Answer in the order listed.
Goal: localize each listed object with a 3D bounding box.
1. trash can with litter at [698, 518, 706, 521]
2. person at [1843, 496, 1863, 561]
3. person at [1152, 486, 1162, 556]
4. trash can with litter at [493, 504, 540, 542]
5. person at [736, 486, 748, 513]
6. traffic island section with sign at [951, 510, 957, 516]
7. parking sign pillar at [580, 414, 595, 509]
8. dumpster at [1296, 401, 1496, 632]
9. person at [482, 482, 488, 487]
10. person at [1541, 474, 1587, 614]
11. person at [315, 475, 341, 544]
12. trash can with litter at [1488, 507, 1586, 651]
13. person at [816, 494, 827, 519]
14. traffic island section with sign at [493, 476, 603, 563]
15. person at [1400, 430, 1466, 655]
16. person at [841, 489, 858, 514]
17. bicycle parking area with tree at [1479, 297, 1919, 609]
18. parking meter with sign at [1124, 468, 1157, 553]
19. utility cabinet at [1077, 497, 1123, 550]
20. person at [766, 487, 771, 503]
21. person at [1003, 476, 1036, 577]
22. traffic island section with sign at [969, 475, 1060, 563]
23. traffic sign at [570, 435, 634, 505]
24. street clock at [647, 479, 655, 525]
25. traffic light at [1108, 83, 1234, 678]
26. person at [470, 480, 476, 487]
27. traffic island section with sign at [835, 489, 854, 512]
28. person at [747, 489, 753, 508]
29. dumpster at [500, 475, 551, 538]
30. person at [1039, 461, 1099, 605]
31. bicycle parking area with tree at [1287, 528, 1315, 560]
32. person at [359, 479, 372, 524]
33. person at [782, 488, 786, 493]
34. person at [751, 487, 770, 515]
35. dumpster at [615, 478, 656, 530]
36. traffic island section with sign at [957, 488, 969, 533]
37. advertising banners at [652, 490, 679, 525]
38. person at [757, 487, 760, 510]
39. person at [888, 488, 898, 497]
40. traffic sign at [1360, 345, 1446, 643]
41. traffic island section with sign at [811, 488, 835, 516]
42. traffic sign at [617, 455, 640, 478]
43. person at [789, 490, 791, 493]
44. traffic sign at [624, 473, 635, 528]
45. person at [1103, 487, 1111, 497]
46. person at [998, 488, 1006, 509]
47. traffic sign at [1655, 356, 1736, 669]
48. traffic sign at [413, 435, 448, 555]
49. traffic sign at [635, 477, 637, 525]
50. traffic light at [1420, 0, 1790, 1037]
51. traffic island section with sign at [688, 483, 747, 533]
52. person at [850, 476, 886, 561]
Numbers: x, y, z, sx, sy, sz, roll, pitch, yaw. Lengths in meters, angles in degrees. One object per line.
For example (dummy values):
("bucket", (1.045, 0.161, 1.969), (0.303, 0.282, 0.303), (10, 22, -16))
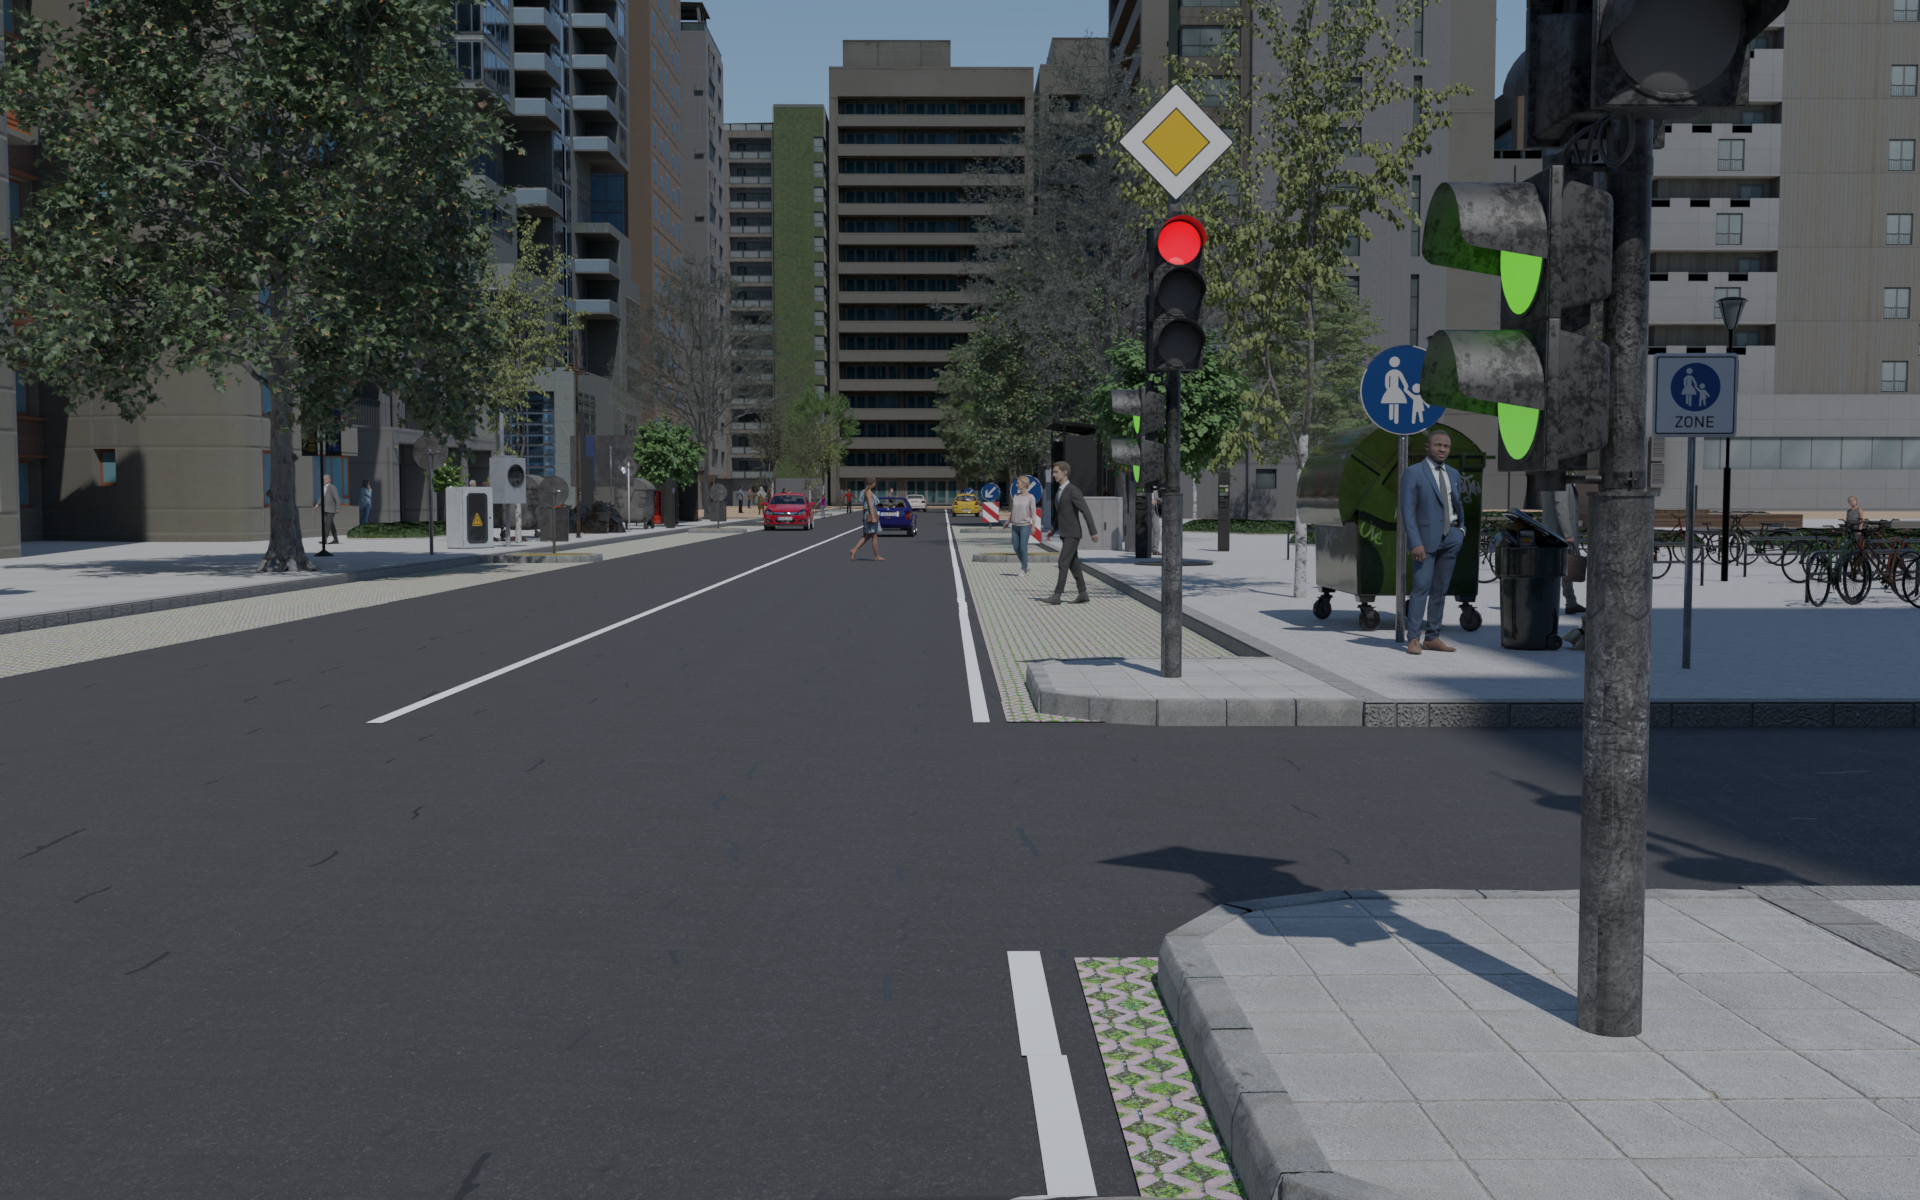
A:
("trash can with litter", (-12.786, -4.322, 81.715), (2.233, 1.210, 1.678), (3, 5, 45))
("person", (16.815, -1.339, 32.609), (0.373, 1.253, 0.362), (-1, 4, -22))
("person", (3.994, -1.827, 36.121), (0.606, 1.804, 0.583), (-3, 5, -41))
("trash can with litter", (-12.431, -2.204, 47.091), (2.233, 1.210, 1.678), (2, 4, 28))
("person", (-14.682, -6.734, 116.126), (0.705, 1.826, 1.348), (-3, 4, -38))
("traffic island section with sign", (0.508, -6.466, 114.347), (1.989, 1.847, 2.006), (0, 4, -1))
("parking sign pillar", (-12.672, -4.308, 58.906), (1.447, 3.967, 1.447), (-1, 4, -11))
("dumpster", (4.220, -0.880, 16.887), (1.502, 2.255, 1.985), (0, 4, -1))
("person", (-18.040, -3.629, 65.952), (0.480, 1.755, 0.524), (-1, 4, -23))
("person", (6.387, -0.746, 18.340), (0.767, 1.812, 0.694), (0, 4, 1))
("person", (-16.153, -2.306, 44.144), (0.661, 1.777, 0.834), (1, 4, 23))
("trash can with litter", (4.967, -0.183, 14.381), (1.055, 1.170, 0.624), (0, 4, 3))
("person", (-7.847, -5.306, 98.482), (0.599, 1.433, 0.991), (3, 4, 36))
("traffic island section with sign", (-8.656, -1.715, 36.661), (1.989, 1.847, 2.006), (0, 4, -1))
("person", (3.833, -0.482, 14.099), (0.721, 1.800, 0.419), (-2, 4, -32))
("person", (-7.974, -7.109, 124.668), (1.348, 1.831, 0.705), (-2, 4, -24))
("bicycle parking area with tree", (12.016, -2.196, 22.903), (9.016, 4.147, 8.231), (0, 4, -8))
("parking meter with sign", (4.027, -2.553, 38.009), (0.543, 3.016, 1.738), (-1, 4, -13))
("utility cabinet", (3.205, -1.747, 39.732), (1.020, 1.237, 0.306), (2, 4, 27))
("person", (-15.083, -8.012, 137.183), (0.705, 1.807, 1.348), (1, 4, 19))
("person", (1.059, -1.265, 29.848), (0.731, 1.740, 0.598), (2, 4, 29))
("traffic island section with sign", (1.266, -1.722, 36.781), (1.989, 1.847, 2.006), (0, 4, -1))
("traffic sign", (-12.444, -4.056, 60.187), (2.265, 3.308, 0.079), (0, 4, 6))
("street clock", (-12.836, -4.101, 71.619), (0.471, 2.002, 0.358), (1, 4, 11))
("traffic light", (1.462, -1.413, 12.030), (0.839, 4.253, 0.868), (0, 4, -1))
("person", (-17.143, -3.322, 60.839), (0.515, 1.767, 0.782), (-3, 5, -41))
("traffic island section with sign", (-9.671, -8.082, 140.761), (1.989, 1.847, 2.006), (0, 4, -1))
("person", (-18.541, -8.999, 153.712), (0.750, 1.759, 0.617), (1, 4, 22))
("dumpster", (-12.813, -2.770, 51.041), (1.264, 1.857, 1.865), (0, 4, 0))
("person", (1.342, -0.858, 22.308), (0.755, 1.850, 0.659), (-1, 4, -18))
("bicycle parking area with tree", (10.936, -2.778, 32.428), (8.231, 4.147, 9.016), (-1, 4, -15))
("person", (-20.752, -3.305, 60.342), (0.793, 1.790, 0.793), (1, 4, 22))
("person", (-15.337, -8.881, 151.264), (0.705, 1.822, 1.348), (-3, 5, -43))
("person", (-12.407, -6.184, 107.874), (1.217, 1.736, 0.721), (-2, 4, -24))
("dumpster", (-11.847, -3.509, 63.137), (1.264, 1.857, 1.865), (0, 4, -1))
("traffic island section with sign", (0.999, -3.378, 63.865), (1.989, 1.847, 2.006), (0, 4, -1))
("advertising banners", (-12.730, -4.693, 72.913), (2.074, 3.025, 0.090), (2, 4, 25))
("person", (-16.523, -8.360, 142.738), (0.705, 1.822, 1.348), (0, 4, 4))
("person", (-3.611, -5.215, 94.296), (0.750, 1.759, 0.617), (1, 4, 23))
("traffic sign", (3.809, -0.906, 14.911), (0.768, 2.556, 0.104), (0, 4, 2))
("traffic island section with sign", (-9.420, -6.433, 113.807), (1.989, 1.847, 2.006), (0, 4, -1))
("traffic sign", (-11.147, -3.579, 58.249), (0.795, 2.593, 0.064), (0, 4, 8))
("person", (-15.975, -9.595, 163.721), (0.445, 1.727, 0.742), (-2, 4, -34))
("traffic sign", (-12.657, -4.000, 65.509), (0.768, 2.556, 0.104), (1, 4, 8))
("person", (8.974, -6.168, 107.417), (1.217, 1.766, 0.721), (-2, 4, -28))
("person", (3.437, -8.860, 150.986), (1.350, 1.814, 0.705), (-2, 4, -28))
("traffic sign", (5.343, -0.645, 12.674), (0.606, 2.300, 0.079), (0, 4, 1))
("traffic sign", (-11.149, -2.224, 36.469), (0.768, 2.556, 0.104), (0, 4, 5))
("traffic sign", (-13.284, -4.344, 71.033), (0.884, 2.594, 0.081), (0, 4, 5))
("traffic light", (1.541, -0.925, 4.046), (0.839, 4.253, 0.868), (0, 4, -1))
("traffic island section with sign", (-8.913, -3.382, 63.917), (1.989, 1.847, 2.006), (0, 4, -1))
("person", (-1.953, -1.736, 36.975), (0.778, 1.811, 0.616), (-1, 4, -9))
